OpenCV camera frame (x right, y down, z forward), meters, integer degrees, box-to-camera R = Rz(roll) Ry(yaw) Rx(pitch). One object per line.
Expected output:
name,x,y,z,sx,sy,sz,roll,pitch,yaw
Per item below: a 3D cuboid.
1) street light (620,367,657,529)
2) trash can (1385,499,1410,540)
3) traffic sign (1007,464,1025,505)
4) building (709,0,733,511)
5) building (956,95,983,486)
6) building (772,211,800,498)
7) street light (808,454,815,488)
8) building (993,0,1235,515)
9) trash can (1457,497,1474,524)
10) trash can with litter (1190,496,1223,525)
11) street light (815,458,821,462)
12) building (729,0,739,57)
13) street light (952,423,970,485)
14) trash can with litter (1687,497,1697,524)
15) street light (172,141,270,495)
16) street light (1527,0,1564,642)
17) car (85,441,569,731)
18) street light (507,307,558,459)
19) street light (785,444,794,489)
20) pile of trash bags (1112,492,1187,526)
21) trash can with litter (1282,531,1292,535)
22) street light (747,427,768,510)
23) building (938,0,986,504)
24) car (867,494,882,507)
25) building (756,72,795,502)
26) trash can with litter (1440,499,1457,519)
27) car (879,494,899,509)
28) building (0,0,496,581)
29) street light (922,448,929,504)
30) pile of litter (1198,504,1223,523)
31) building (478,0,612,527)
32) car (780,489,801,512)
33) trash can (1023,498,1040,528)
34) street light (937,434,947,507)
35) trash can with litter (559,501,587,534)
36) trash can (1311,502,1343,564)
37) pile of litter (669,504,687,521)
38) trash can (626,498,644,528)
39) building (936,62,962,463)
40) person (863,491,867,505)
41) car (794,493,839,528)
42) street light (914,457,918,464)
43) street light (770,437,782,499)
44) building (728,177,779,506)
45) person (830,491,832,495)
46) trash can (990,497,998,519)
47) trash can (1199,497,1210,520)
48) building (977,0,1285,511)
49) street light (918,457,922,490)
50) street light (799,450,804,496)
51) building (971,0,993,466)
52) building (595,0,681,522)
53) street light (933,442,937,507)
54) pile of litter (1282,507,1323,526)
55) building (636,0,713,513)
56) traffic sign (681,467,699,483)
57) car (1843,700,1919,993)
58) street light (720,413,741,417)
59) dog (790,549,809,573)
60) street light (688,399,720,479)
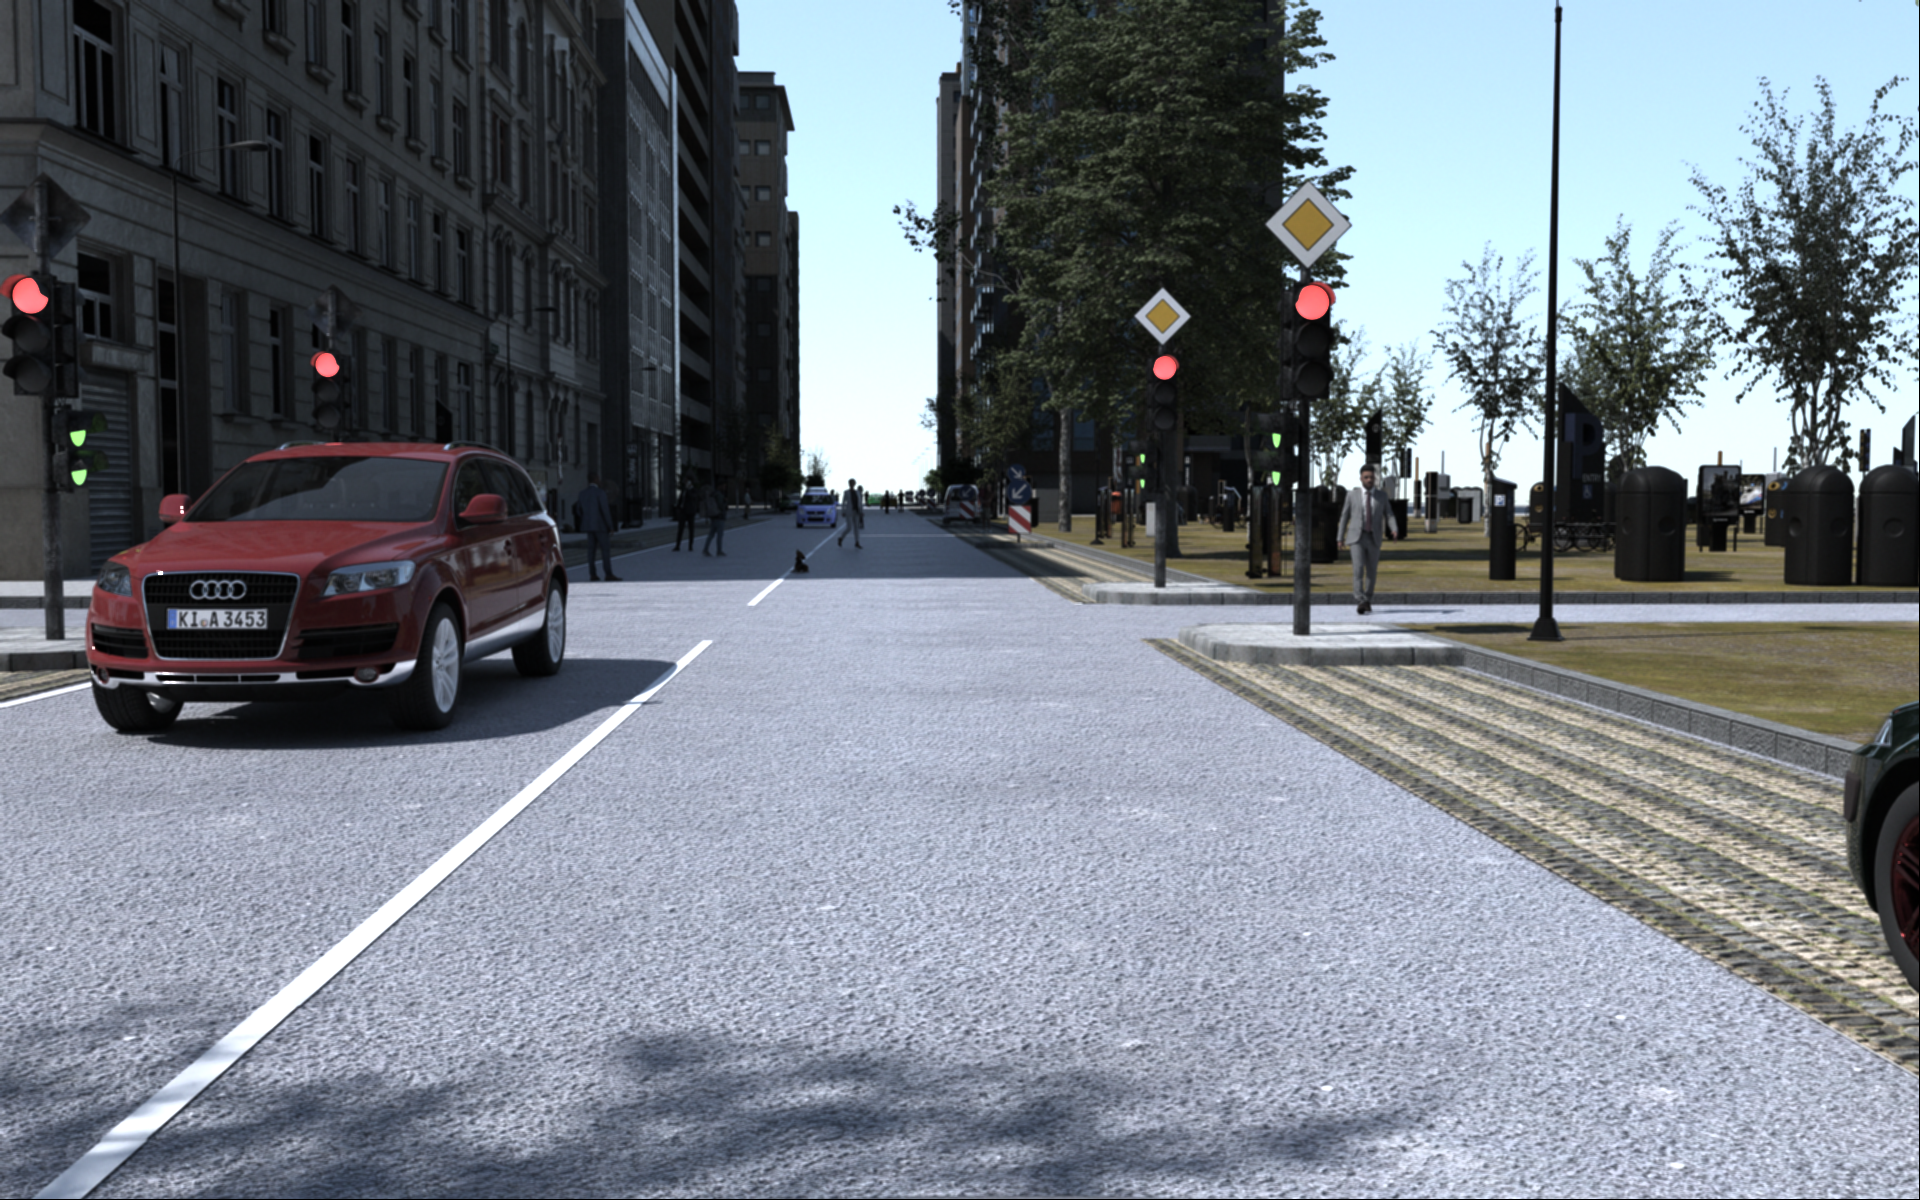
street light,-11.783,-5.562,63.486,1.470,5.913,1.316,0,4,-3
trash can,12.349,-2.286,49.025,0.748,1.137,0.748,0,3,0
traffic sign,2.355,-4.429,72.512,0.768,2.556,0.104,0,4,1
building,-24.236,-29.120,126.224,14.600,45.320,14.200,0,4,-3
building,6.739,-33.107,191.412,14.600,45.320,14.200,0,4,-3
building,-29.826,-34.219,243.082,14.154,41.232,14.086,0,4,-3
street light,-18.090,-14.071,202.595,1.470,5.913,1.316,0,4,-3
building,9.527,-28.366,113.893,14.600,45.320,14.200,0,4,-3
trash can,21.890,-3.877,75.035,0.748,1.137,0.748,0,3,0
trash can with litter,10.697,-3.797,73.139,1.678,1.210,2.233,-1,4,-14
street light,-19.010,-15.330,223.185,1.470,5.913,1.316,0,4,-3
building,-32.902,-34.079,146.430,28.713,52.752,27.495,0,4,-3
street light,0.039,-8.655,114.047,1.470,5.913,1.316,0,4,-3
trash can with litter,31.205,-3.822,73.871,0.624,1.170,1.055,3,5,39
street light,-9.790,-3.083,22.945,1.470,5.913,1.316,0,4,-3
street light,4.612,-2.599,15.042,1.470,5.913,1.316,0,4,-3
car,-4.169,-0.215,12.194,2.281,1.827,5.304,0,4,-1
street light,-10.656,-4.313,43.066,1.470,5.913,1.316,0,4,-3
street light,-16.094,-11.548,161.347,1.470,5.913,1.316,0,4,-3
pile of trash bags,7.739,-3.772,71.429,3.447,1.369,1.912,2,4,26
trash can with litter,9.809,-2.633,54.107,1.678,1.210,2.233,1,4,14
street light,-14.237,-9.061,120.681,1.470,5.913,1.316,0,4,-3
building,8.967,-55.060,212.902,22.319,86.520,31.000,0,4,-3
car,-9.249,-11.121,190.625,1.959,1.807,4.718,0,4,-4
building,-35.856,-38.614,220.578,28.713,52.752,27.495,0,4,-3
trash can with litter,25.458,-4.821,89.887,2.233,1.210,1.678,2,4,30
car,-6.901,-9.676,168.418,2.015,1.641,3.980,0,4,-3
building,-21.287,-12.562,38.670,16.112,22.955,30.059,0,4,-3
street light,-2.845,-12.398,175.241,1.470,5.913,1.316,0,4,-3
pile of litter,11.390,-3.855,76.997,1.719,0.858,1.176,0,4,-4
building,-21.700,-17.025,65.752,14.401,28.519,23.554,0,4,-3
car,-13.371,-7.876,137.569,1.959,1.807,4.718,0,4,-2
trash can,2.712,-3.360,66.586,0.748,1.137,0.748,0,3,0
street light,-0.841,-9.893,134.289,1.470,5.913,1.316,0,4,-3
trash can with litter,-12.527,-2.764,56.575,0.624,1.170,1.055,3,4,38
trash can,6.677,-1.243,31.984,0.748,1.137,0.748,0,3,0
pile of litter,-13.177,-4.158,81.954,1.176,0.858,1.719,-1,4,-12
trash can,-12.341,-3.302,65.641,0.748,1.137,0.748,0,3,0
building,7.247,-42.929,243.891,21.231,58.520,28.212,0,4,-3
person,-12.096,-13.115,222.915,1.348,1.826,0.705,-2,4,-34
car,-6.196,-3.990,74.833,1.945,1.707,3.694,0,4,-4
street light,-4.736,-15.017,218.075,1.470,5.913,1.316,0,4,-3
street light,-15.325,-10.317,141.221,1.470,5.913,1.316,0,4,-3
building,-36.924,-30.761,194.821,32.217,40.220,23.993,0,4,-3
person,-14.470,-11.358,194.290,0.705,1.812,1.348,1,4,14
trash can,1.638,-4.758,89.441,0.748,1.137,0.748,0,3,0
trash can,12.203,-4.540,85.884,0.748,1.137,0.748,0,3,0
building,12.030,-42.346,130.609,20.563,71.187,20.611,0,4,-3
street light,-3.755,-13.763,197.566,1.470,5.913,1.316,0,4,-3
street light,-17.133,-12.840,182.478,1.470,5.913,1.316,0,4,-3
building,12.497,-32.883,157.249,23.786,49.044,30.456,0,4,-3
building,-21.444,-16.499,87.774,12.078,24.808,19.932,0,4,-3
street light,-1.748,-11.142,154.708,1.470,5.913,1.316,0,4,-3
pile of litter,13.901,-3.441,70.223,1.176,0.858,1.719,-2,4,-31
building,-27.262,-29.598,107.631,21.300,48.544,21.600,0,4,-3
traffic sign,-12.950,-5.083,83.105,0.884,2.594,0.081,0,4,-1
car,3.602,0.377,3.618,2.009,1.686,4.222,0,4,-2
street light,-13.280,-7.760,99.422,1.470,5.913,1.316,0,4,-3
dog,-3.001,-0.709,31.781,0.550,0.427,0.748,2,4,26
street light,-12.660,-6.842,84.412,1.470,5.913,1.316,0,4,-3
